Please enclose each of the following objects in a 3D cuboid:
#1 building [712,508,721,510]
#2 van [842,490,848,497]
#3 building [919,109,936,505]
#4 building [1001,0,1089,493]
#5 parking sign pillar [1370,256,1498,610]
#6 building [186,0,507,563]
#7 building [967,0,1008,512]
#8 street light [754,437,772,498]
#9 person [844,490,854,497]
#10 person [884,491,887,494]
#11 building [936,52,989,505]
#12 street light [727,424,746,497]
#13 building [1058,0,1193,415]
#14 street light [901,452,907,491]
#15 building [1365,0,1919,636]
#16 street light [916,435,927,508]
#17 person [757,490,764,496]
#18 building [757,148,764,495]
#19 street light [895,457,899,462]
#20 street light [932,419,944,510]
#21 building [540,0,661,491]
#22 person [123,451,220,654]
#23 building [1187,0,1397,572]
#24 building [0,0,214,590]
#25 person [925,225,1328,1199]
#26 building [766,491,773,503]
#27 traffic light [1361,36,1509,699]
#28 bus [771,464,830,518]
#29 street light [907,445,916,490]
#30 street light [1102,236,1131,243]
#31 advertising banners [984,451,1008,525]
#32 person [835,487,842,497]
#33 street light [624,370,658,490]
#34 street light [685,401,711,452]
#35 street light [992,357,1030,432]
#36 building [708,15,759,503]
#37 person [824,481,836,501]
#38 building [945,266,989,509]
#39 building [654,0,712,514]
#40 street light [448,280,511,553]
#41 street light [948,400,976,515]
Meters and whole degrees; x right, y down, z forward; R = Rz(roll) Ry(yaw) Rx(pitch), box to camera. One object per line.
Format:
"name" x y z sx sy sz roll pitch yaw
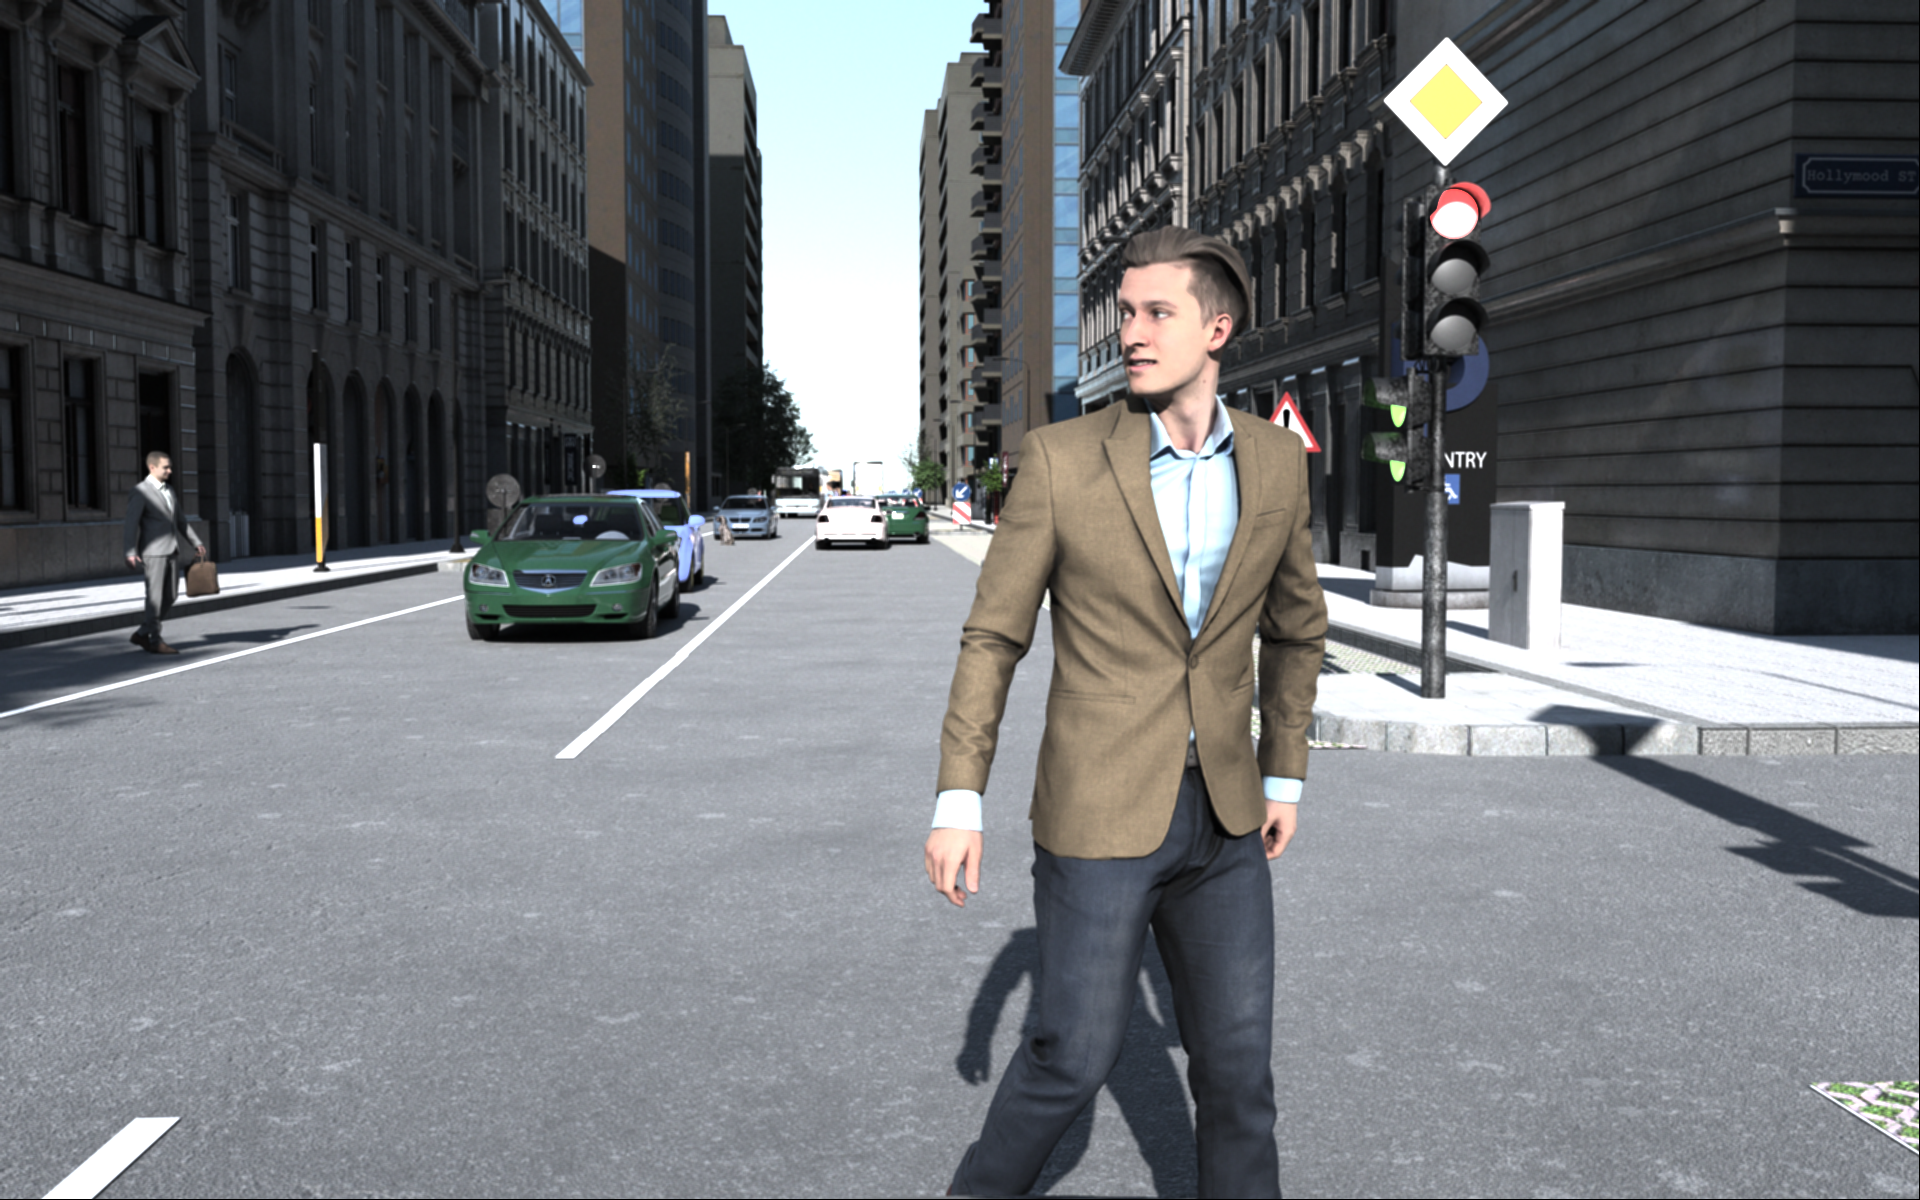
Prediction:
"building" -35.840 -27.304 138.305 32.217 40.220 23.993 0 4 -3
"van" -16.255 -14.226 236.985 2.240 2.365 5.245 0 4 -2
"building" 6.063 -35.819 209.345 21.300 48.544 21.600 0 4 -3
"building" 9.738 -27.202 94.865 14.600 45.320 14.200 0 4 -3
"parking sign pillar" 5.454 -1.915 19.782 1.447 3.967 1.447 -1 4 -14
"building" -20.214 -12.278 42.551 13.314 21.916 24.055 0 4 -3
"building" 12.027 -28.251 116.536 22.147 44.769 28.867 0 4 -3
"street light" -16.307 -10.373 142.139 1.470 5.913 1.316 0 4 -3
"person" -8.190 -7.238 127.557 1.217 1.743 0.721 -1 4 -10
"person" -8.999 -12.461 212.108 0.599 1.838 0.709 1 4 21
"building" 8.748 -34.508 187.901 21.300 48.544 21.600 0 4 -3
"street light" -14.854 -8.701 114.801 1.470 5.913 1.316 0 4 -3
"building" 9.145 -13.133 65.634 10.553 20.767 40.483 0 4 -3
"street light" -5.566 -13.332 190.517 1.470 5.913 1.316 0 4 -3
"building" 23.976 -12.349 20.986 34.723 24.649 14.460 0 4 -3
"street light" -2.455 -9.949 135.206 1.470 5.913 1.316 0 4 -3
"person" -10.333 -4.880 89.762 0.593 1.643 0.415 2 4 24
"building" -29.971 -31.486 198.397 14.154 41.232 14.086 0 4 -3
"street light" -7.066 -15.002 217.815 1.470 5.913 1.316 0 4 -3
"street light" -0.959 -8.254 107.501 1.470 5.913 1.316 0 4 -3
"building" -23.708 -26.974 91.132 14.600 45.320 14.200 0 4 -3
"person" -7.163 -0.424 15.550 0.853 1.813 0.709 1 4 10
"building" 11.056 -11.441 36.204 9.793 20.994 18.267 0 4 -3
"building" -17.372 -9.536 20.549 10.561 19.102 19.286 0 4 -3
"person" 0.266 0.344 2.781 0.836 1.842 0.656 3 5 41
"building" -39.755 -32.145 217.453 32.217 40.220 23.993 0 4 -3
"traffic light" 2.965 -1.339 10.811 0.839 4.253 0.868 0 4 -3
"bus" -9.566 -6.784 105.776 2.948 3.499 13.247 0 4 -2
"street light" -4.018 -11.610 162.361 1.470 5.913 1.316 0 4 -3
"street light" 3.244 -3.597 31.353 1.470 5.913 1.316 0 4 -3
"advertising banners" 1.517 -4.624 71.792 0.090 3.025 2.074 -2 4 -26
"person" -6.860 -5.461 97.650 0.599 1.838 0.709 2 4 31
"street light" -11.986 -5.645 64.832 1.470 5.913 1.316 0 4 -3
"street light" -13.113 -6.968 86.468 1.470 5.913 1.316 0 4 -3
"street light" 1.789 -5.274 58.766 1.470 5.913 1.316 0 4 -3
"building" -32.311 -34.020 179.927 21.300 48.544 21.600 0 4 -3
"person" -3.881 -2.678 52.386 0.778 1.811 0.616 1 4 20
"building" 13.235 -18.447 146.644 27.650 21.520 28.899 0 4 -3
"building" -28.070 -34.868 112.084 21.231 58.520 28.212 0 4 -3
"street light" -10.440 -3.984 37.675 1.470 5.913 1.316 0 4 -3
"street light" 0.198 -6.935 85.920 1.470 5.913 1.316 0 4 -3
